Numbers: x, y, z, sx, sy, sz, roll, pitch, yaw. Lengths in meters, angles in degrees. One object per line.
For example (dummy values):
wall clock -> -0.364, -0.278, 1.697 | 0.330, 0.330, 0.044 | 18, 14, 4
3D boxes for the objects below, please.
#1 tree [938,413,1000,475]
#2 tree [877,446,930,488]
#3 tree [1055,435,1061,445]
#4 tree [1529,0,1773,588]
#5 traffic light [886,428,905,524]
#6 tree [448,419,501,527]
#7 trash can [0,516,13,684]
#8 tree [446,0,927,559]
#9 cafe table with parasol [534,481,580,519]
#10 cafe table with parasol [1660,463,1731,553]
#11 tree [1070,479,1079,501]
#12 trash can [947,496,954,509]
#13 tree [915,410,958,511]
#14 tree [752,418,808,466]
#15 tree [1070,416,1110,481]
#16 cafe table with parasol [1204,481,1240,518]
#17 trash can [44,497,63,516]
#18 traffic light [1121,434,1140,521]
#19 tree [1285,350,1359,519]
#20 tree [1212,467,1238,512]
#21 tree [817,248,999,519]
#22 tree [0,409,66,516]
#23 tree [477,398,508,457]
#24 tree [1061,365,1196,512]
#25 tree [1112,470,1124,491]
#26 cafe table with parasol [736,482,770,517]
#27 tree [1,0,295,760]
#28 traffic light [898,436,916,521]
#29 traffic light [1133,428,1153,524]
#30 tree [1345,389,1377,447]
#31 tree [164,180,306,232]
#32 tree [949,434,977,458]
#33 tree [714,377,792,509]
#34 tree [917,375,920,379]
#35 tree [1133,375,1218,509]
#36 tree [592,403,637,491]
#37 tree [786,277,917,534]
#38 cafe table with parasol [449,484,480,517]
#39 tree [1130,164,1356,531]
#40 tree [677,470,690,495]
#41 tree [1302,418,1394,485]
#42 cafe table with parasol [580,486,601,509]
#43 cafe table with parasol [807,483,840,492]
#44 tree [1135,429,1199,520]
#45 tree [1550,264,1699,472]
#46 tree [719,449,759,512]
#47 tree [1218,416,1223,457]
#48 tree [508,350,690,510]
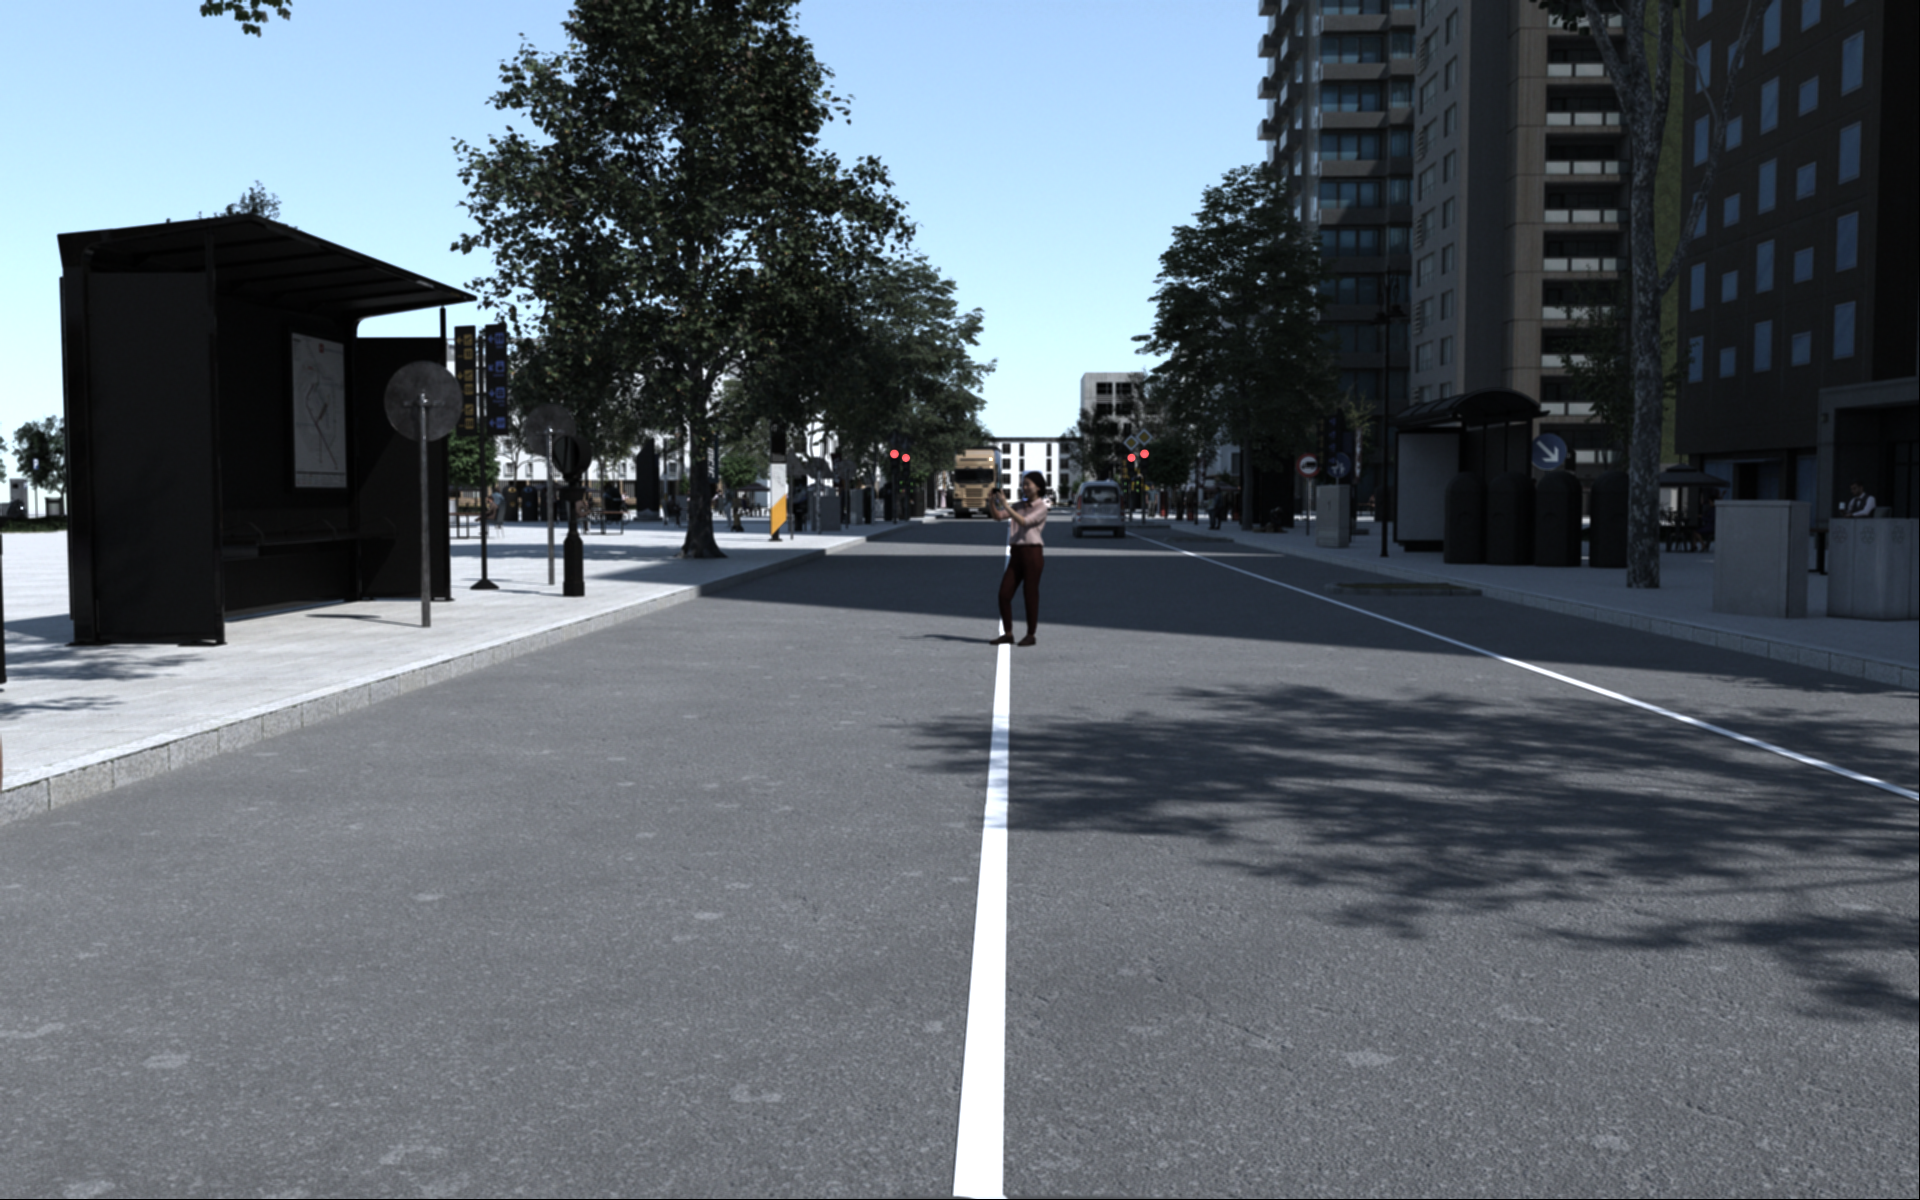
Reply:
tree -> -0.168, -15.414, 186.432 | 8.767, 10.594, 7.601 | -1, 4, -16
tree -> -3.246, -7.252, 102.282 | 4.285, 4.588, 4.351 | 0, 3, 0
tree -> 13.901, -14.542, 172.175 | 8.767, 10.594, 7.601 | 0, 4, -7
tree -> 8.347, -10.165, 22.087 | 12.611, 20.169, 13.585 | 0, 3, 0
traffic light -> -2.752, -5.190, 73.777 | 0.839, 4.253, 0.868 | 0, 4, 2
tree -> -19.430, -5.101, 67.122 | 4.285, 4.588, 4.351 | 0, 3, 0
trash can -> -6.474, 0.034, 11.097 | 0.748, 1.137, 0.748 | 0, 3, 0
tree -> -5.334, -7.192, 34.602 | 9.611, 12.733, 9.660 | 0, 3, 0
cafe table with parasol -> -20.694, -5.049, 87.416 | 2.610, 1.966, 2.610 | -1, 4, -14
cafe table with parasol -> 15.989, -2.050, 38.387 | 2.610, 1.966, 2.610 | 0, 4, -7
tree -> 14.672, -13.849, 221.037 | 1.663, 3.219, 1.824 | 0, 3, 0
trash can -> -0.858, -8.665, 153.330 | 0.748, 1.137, 0.748 | 0, 3, 0
tree -> -1.921, -11.176, 133.093 | 4.360, 8.622, 3.978 | 0, 3, 0
tree -> -11.808, -9.912, 112.418 | 4.360, 8.622, 3.978 | 0, 3, 0
tree -> 12.506, -12.893, 161.157 | 4.737, 8.622, 4.395 | 0, 3, 0
cafe table with parasol -> 14.114, -5.421, 93.495 | 2.610, 1.966, 2.610 | -2, 4, -26
trash can -> -39.488, -3.902, 75.456 | 0.748, 1.137, 0.748 | 0, 3, 0
traffic light -> 8.021, -5.660, 81.464 | 0.839, 4.253, 0.868 | 0, 4, 2
tree -> 18.286, -8.512, 89.541 | 4.360, 8.622, 3.978 | 0, 3, 0
tree -> 18.799, -7.800, 122.131 | 1.663, 3.219, 1.824 | 0, 3, 0
tree -> -3.156, -11.166, 89.212 | 9.857, 13.997, 8.962 | 0, 3, 0
tree -> -56.794, -8.133, 95.882 | 11.467, 7.101, 20.602 | 0, 4, 6
tree -> -31.362, -11.500, 122.444 | 7.601, 10.594, 8.767 | 0, 4, 7
tree -> 12.692, -11.695, 125.620 | 8.767, 10.594, 7.601 | -1, 4, -10
tree -> 12.696, -8.903, 140.158 | 1.663, 3.219, 1.824 | 0, 3, 0
cafe table with parasol -> -11.690, -5.766, 99.142 | 2.610, 1.966, 2.610 | -2, 4, -31
tree -> -5.357, -5.014, 7.742 | 9.928, 11.665, 9.643 | 0, 3, 0
traffic light -> -2.516, -5.678, 81.759 | 0.839, 4.253, 0.868 | 0, 4, 2
traffic light -> 7.785, -5.172, 73.482 | 0.839, 4.253, 0.868 | 0, 4, 2
tree -> 27.490, -10.478, 121.674 | 4.737, 8.622, 4.395 | 0, 3, 0
tree -> -21.065, -7.112, 50.693 | 7.601, 10.594, 8.767 | -3, 5, -39
tree -> -0.006, -13.797, 175.938 | 4.737, 8.622, 4.395 | 0, 3, 0
tree -> -17.700, -13.973, 146.587 | 7.486, 12.596, 7.792 | 0, 3, 0
tree -> -3.784, -7.345, 70.451 | 4.737, 8.622, 4.395 | 0, 3, 0
tree -> 11.977, -9.208, 100.910 | 4.360, 8.622, 3.978 | 0, 3, 0
tree -> -24.540, -10.540, 122.693 | 4.737, 8.622, 4.395 | 0, 3, 0
tree -> -4.436, -6.406, 55.104 | 4.737, 8.622, 4.395 | 0, 3, 0
cafe table with parasol -> -28.508, -5.740, 98.707 | 2.610, 1.966, 2.610 | -2, 4, -24
tree -> 9.701, -8.704, 60.431 | 7.486, 12.596, 7.792 | 0, 3, 0
tree -> -22.118, -8.854, 139.369 | 1.663, 3.219, 1.824 | 0, 3, 0
tree -> 15.483, -5.326, 70.800 | 4.285, 4.588, 4.351 | 0, 3, 0
cafe table with parasol -> -31.847, -8.693, 146.999 | 2.610, 1.966, 2.610 | 0, 4, 5
cafe table with parasol -> -8.374, -5.915, 101.577 | 2.610, 1.966, 2.610 | 0, 4, 5
tree -> 10.516, -6.360, 87.698 | 4.285, 4.588, 4.351 | 0, 3, 0
tree -> 21.009, -6.431, 55.508 | 4.737, 8.622, 4.395 | 0, 3, 0
tree -> -15.910, -8.592, 124.192 | 4.285, 4.588, 4.351 | 0, 3, 0
tree -> 21.151, -12.281, 151.156 | 4.360, 8.622, 3.978 | 0, 3, 0
tree -> -21.343, -10.371, 103.983 | 8.767, 10.594, 7.601 | 0, 4, 7
